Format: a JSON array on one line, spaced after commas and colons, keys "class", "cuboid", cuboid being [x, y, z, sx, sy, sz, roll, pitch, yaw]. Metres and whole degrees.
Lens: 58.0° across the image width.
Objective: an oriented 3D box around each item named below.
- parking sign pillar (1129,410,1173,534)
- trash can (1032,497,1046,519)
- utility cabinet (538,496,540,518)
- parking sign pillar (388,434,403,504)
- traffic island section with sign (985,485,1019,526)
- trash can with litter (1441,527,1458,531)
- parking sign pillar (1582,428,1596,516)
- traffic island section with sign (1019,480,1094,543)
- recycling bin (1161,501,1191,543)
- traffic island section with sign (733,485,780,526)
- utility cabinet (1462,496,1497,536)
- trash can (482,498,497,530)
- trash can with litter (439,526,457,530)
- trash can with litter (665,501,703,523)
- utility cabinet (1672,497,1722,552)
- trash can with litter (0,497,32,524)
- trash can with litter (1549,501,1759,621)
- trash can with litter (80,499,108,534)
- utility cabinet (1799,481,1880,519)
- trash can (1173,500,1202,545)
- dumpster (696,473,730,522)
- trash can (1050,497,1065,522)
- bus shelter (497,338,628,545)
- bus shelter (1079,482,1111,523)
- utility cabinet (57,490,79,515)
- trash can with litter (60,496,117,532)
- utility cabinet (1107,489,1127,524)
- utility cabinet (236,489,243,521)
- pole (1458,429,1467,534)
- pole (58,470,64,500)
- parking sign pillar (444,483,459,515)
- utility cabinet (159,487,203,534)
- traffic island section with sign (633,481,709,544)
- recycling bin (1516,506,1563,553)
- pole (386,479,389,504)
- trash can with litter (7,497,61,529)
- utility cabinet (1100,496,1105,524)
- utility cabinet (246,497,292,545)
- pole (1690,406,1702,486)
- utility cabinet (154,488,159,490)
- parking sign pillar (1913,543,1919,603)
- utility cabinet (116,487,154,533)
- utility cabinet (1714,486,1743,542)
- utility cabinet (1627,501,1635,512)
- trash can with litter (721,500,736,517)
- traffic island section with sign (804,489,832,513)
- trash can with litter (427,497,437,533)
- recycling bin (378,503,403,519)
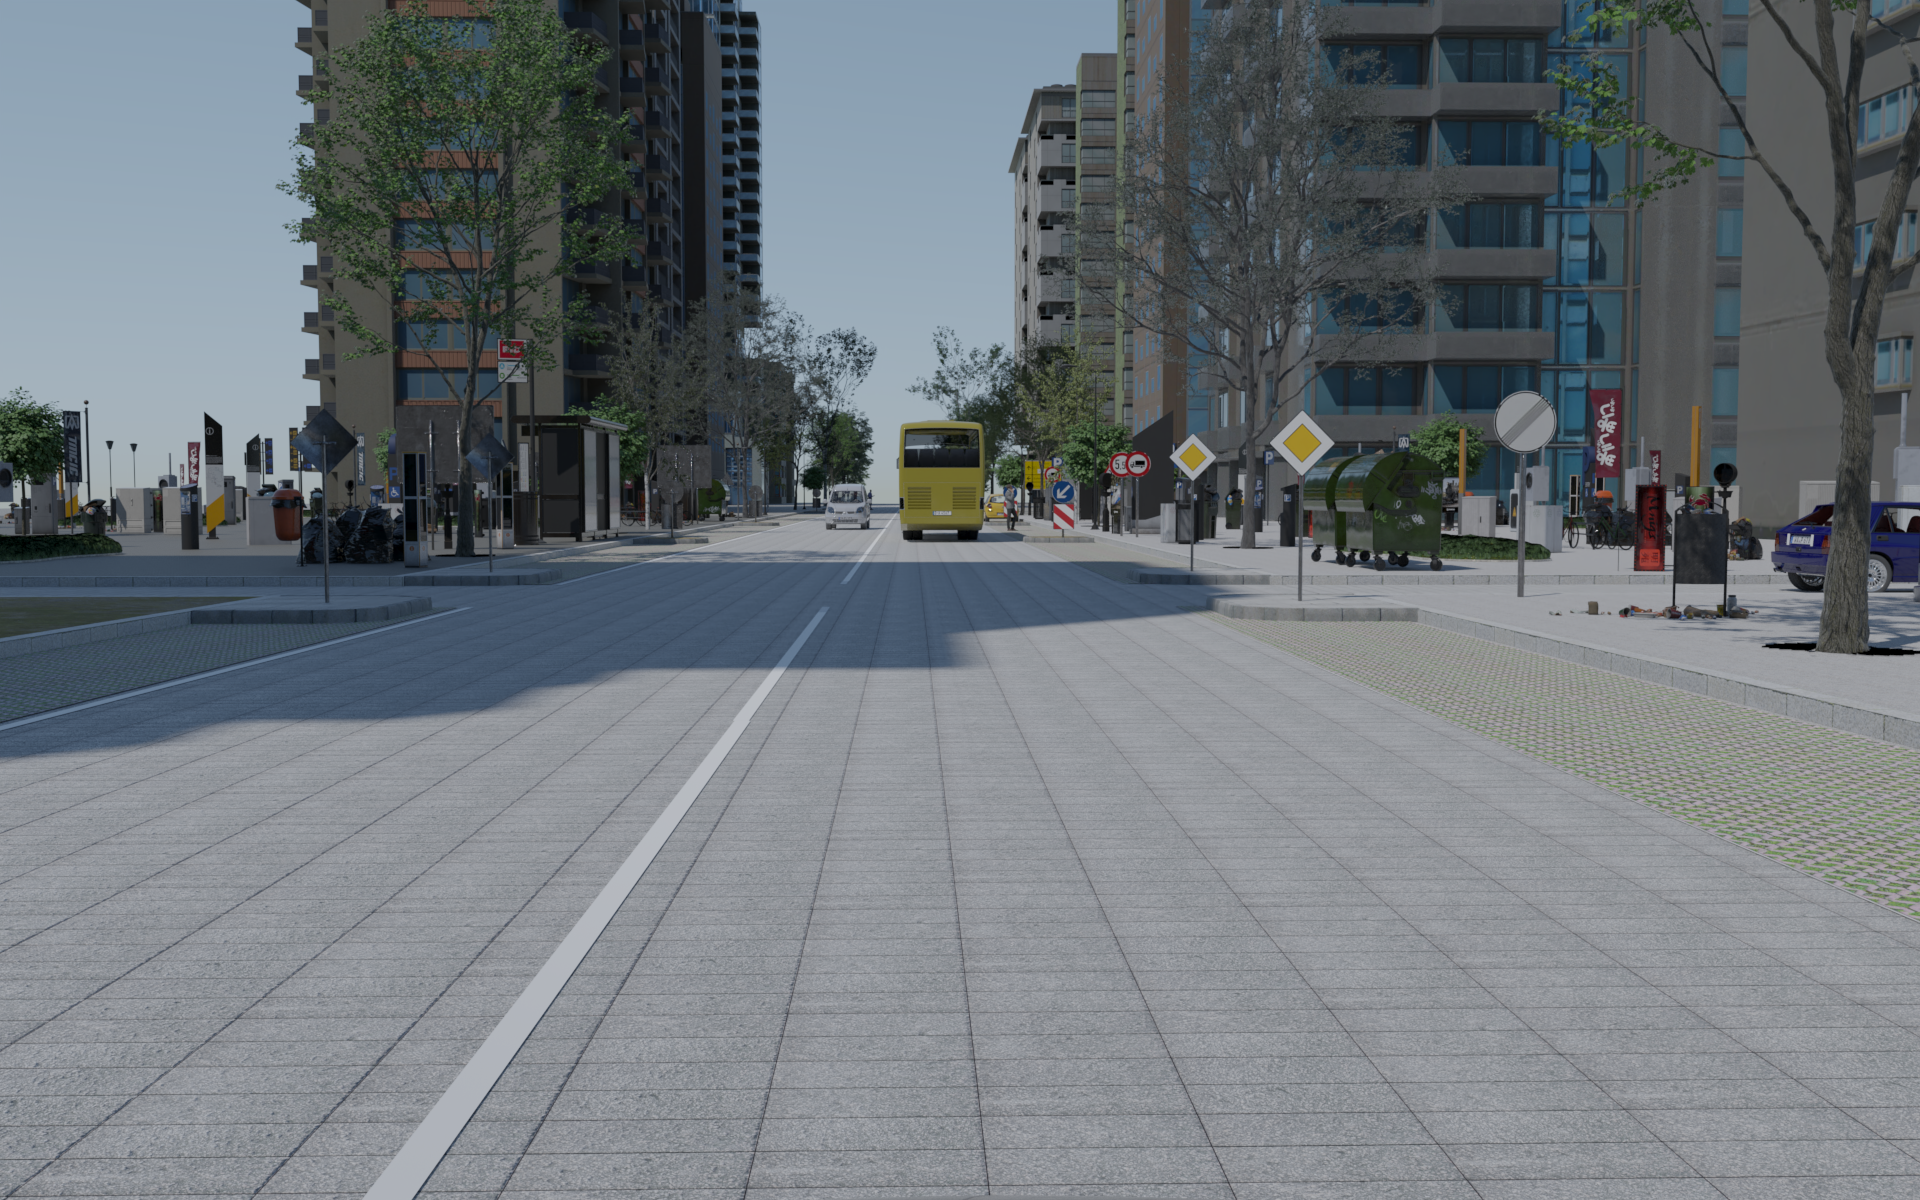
[{"class": "parking sign pillar", "cuboid": [6.167, -4.104, 55.567, 1.447, 3.967, 1.447, 0, 4, 2]}, {"class": "trash can", "cuboid": [4.019, -4.664, 87.906, 0.748, 1.137, 0.748, 0, 3, 0]}, {"class": "utility cabinet", "cuboid": [-18.280, -3.891, 74.783, 1.020, 1.237, 0.306, -2, 4, -29]}, {"class": "parking sign pillar", "cuboid": [-17.730, -4.077, 55.130, 1.447, 3.967, 1.447, 0, 4, 7]}, {"class": "traffic island section with sign", "cuboid": [2.131, -4.278, 78.578, 1.989, 1.847, 2.006, 0, 4, -2]}, {"class": "trash can with litter", "cuboid": [16.666, -3.031, 60.618, 1.678, 1.210, 2.233, -1, 4, -18]}, {"class": "parking sign pillar", "cuboid": [25.655, -5.005, 70.301, 1.447, 3.967, 1.447, 0, 4, 6]}, {"class": "traffic island section with sign", "cuboid": [2.896, -2.617, 51.422, 1.989, 1.847, 2.006, 0, 4, -2]}, {"class": "recycling bin", "cuboid": [5.694, -2.014, 45.478, 0.722, 1.027, 0.722, 0, 4, -7]}, {"class": "traffic island section with sign", "cuboid": [-9.129, -4.226, 77.719, 1.989, 1.847, 2.006, 0, 4, -2]}, {"class": "utility cabinet", "cuboid": [14.917, -2.365, 49.825, 0.306, 1.237, 1.020, -2, 4, -33]}, {"class": "trash can", "cuboid": [-17.042, -3.122, 62.702, 0.748, 1.137, 0.748, 0, 3, 0]}, {"class": "trash can with litter", "cuboid": [-18.973, -3.076, 61.348, 2.233, 1.210, 1.678, -1, 4, -15]}, {"class": "trash can with litter", "cuboid": [-12.558, -4.033, 76.994, 2.233, 1.210, 1.678, 1, 4, 17]}, {"class": "utility cabinet", "cuboid": [16.127, -1.638, 37.937, 0.306, 1.237, 1.020, -2, 4, -32]}, {"class": "trash can with litter", "cuboid": [-41.085, -3.940, 75.485, 2.233, 1.210, 1.678, -2, 4, -34]}, {"class": "trash can with litter", "cuboid": [7.382, -0.442, 18.293, 2.233, 1.210, 1.678, 1, 4, 13]}, {"class": "trash can with litter", "cuboid": [-21.128, -1.863, 41.853, 1.055, 1.170, 0.624, 2, 4, 23]}, {"class": "utility cabinet", "cuboid": [14.643, -1.235, 28.866, 1.173, 1.500, 0.318, 0, 4, 3]}, {"class": "trash can", "cuboid": [5.802, -1.992, 44.218, 0.748, 1.137, 0.748, 0, 3, 0]}, {"class": "dumpster", "cuboid": [-11.656, -4.828, 81.435, 1.502, 2.255, 1.985, 0, 4, -1]}, {"class": "trash can", "cuboid": [4.329, -3.954, 76.293, 0.748, 1.137, 0.748, 0, 3, 0]}, {"class": "bus shelter", "cuboid": [-10.898, -4.267, 47.396, 2.179, 5.291, 8.768, 0, 4, -2]}, {"class": "bus shelter", "cuboid": [6.319, -5.446, 80.330, 1.731, 3.624, 6.357, 0, 4, -2]}, {"class": "utility cabinet", "cuboid": [-44.497, -4.734, 86.077, 0.318, 1.500, 1.173, 3, 5, 43]}, {"class": "trash can with litter", "cuboid": [-29.313, -2.960, 59.453, 1.678, 1.210, 2.233, 0, 4, 6]}, {"class": "utility cabinet", "cuboid": [6.665, -3.988, 73.889, 0.318, 1.500, 1.173, -2, 4, -34]}, {"class": "utility cabinet", "cuboid": [-33.664, -4.346, 79.734, 1.173, 1.500, 0.318, -1, 4, -20]}, {"class": "pole", "cuboid": [15.770, -3.702, 54.370, 0.158, 3.312, 0.155, 0, 3, 0]}, {"class": "pole", "cuboid": [-42.519, -5.388, 81.935, 0.158, 3.312, 0.155, 0, 3, 0]}, {"class": "parking sign pillar", "cuboid": [-23.053, -5.538, 79.017, 1.447, 3.967, 1.447, 1, 4, 10]}, {"class": "utility cabinet", "cuboid": [-24.419, -2.796, 54.392, 1.173, 1.500, 0.318, 1, 4, 11]}, {"class": "traffic island section with sign", "cuboid": [-8.334, -2.540, 50.149, 1.989, 1.847, 2.006, 0, 4, -2]}, {"class": "recycling bin", "cuboid": [12.665, -1.547, 37.856, 0.722, 1.027, 0.722, -3, 4, -38]}, {"class": "pole", "cuboid": [-30.005, -5.935, 90.883, 0.158, 3.312, 0.155, 0, 3, 0]}, {"class": "trash can with litter", "cuboid": [-33.818, -3.268, 64.495, 2.233, 1.210, 1.678, 1, 4, 12]}, {"class": "utility cabinet", "cuboid": [6.153, -3.931, 75.429, 0.306, 1.237, 1.020, 0, 4, 5]}, {"class": "utility cabinet", "cuboid": [-17.469, -1.994, 43.769, 1.020, 1.237, 0.306, -2, 4, -35]}, {"class": "pole", "cuboid": [17.079, -2.837, 40.236, 0.158, 3.312, 0.155, 0, 3, 0]}, {"class": "utility cabinet", "cuboid": [-29.233, -3.297, 62.584, 0.318, 1.500, 1.173, 3, 4, 36]}, {"class": "parking sign pillar", "cuboid": [12.053, -1.946, 20.283, 1.447, 3.967, 1.447, -3, 5, -42]}, {"class": "utility cabinet", "cuboid": [-27.109, -2.942, 56.786, 1.173, 1.500, 0.318, 1, 4, 21]}, {"class": "utility cabinet", "cuboid": [20.215, -2.297, 46.227, 1.173, 1.500, 0.318, 3, 5, 41]}, {"class": "utility cabinet", "cuboid": [26.211, -3.434, 67.311, 0.306, 1.237, 1.020, 0, 4, 4]}, {"class": "trash can with litter", "cuboid": [-12.952, -5.167, 95.871, 1.055, 1.170, 0.624, -3, 4, -36]}, {"class": "traffic island section with sign", "cuboid": [-10.564, -7.329, 128.450, 1.989, 1.847, 2.006, 0, 4, -2]}, {"class": "trash can with litter", "cuboid": [-17.449, -2.796, 57.103, 0.624, 1.170, 1.055, -2, 4, -28]}, {"class": "recycling bin", "cuboid": [-15.033, -2.058, 46.206, 0.722, 1.027, 0.722, 0, 4, 4]}]
